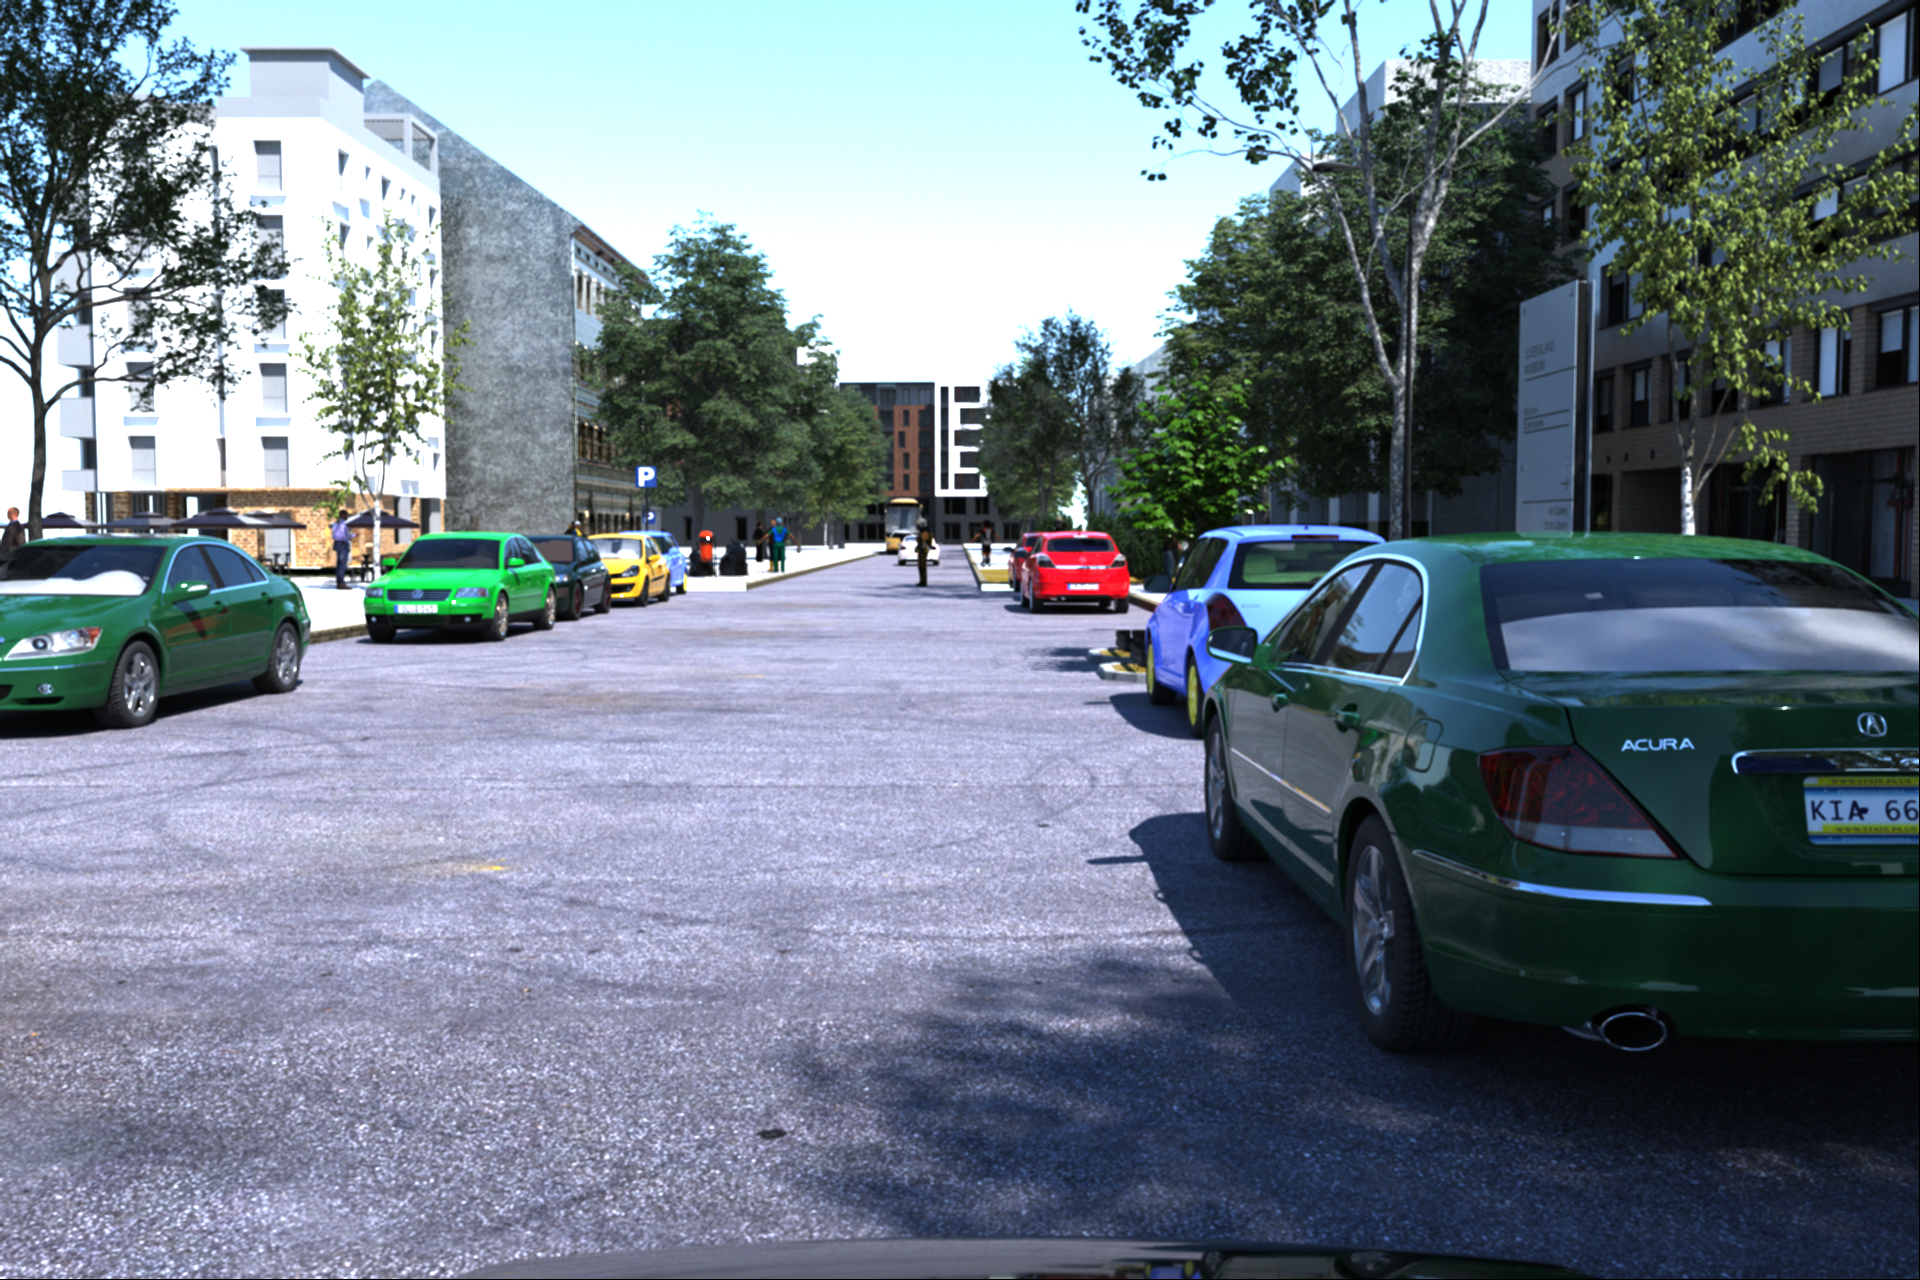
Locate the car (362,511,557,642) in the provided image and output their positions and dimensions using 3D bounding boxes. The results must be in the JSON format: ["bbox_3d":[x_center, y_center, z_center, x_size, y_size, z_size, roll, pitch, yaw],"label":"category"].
[{"bbox_3d":[-6.977,-0.960,24.490,1.959,1.807,4.718,0,4,0],"label":"car"}]

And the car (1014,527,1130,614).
[{"bbox_3d":[2.116,-1.449,32.734,2.155,1.783,4.494,0,4,-1],"label":"car"}]

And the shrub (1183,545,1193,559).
[{"bbox_3d":[8.478,-3.126,62.231,1.383,1.207,1.383,0,3,0],"label":"shrub"}]

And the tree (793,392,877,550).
[{"bbox_3d":[-10.601,-13.372,136.755,7.486,12.596,7.792,0,3,0],"label":"tree"}]

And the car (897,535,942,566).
[{"bbox_3d":[-1.879,-4.121,79.739,2.083,1.381,4.827,0,4,0],"label":"car"}]

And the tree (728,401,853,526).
[{"bbox_3d":[-10.114,-10.060,98.899,8.767,10.594,7.601,0,4,6],"label":"tree"}]

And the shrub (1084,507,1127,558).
[{"bbox_3d":[3.880,-2.674,48.145,1.690,2.028,1.600,0,3,0],"label":"shrub"}]

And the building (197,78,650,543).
[{"bbox_3d":[-27.982,-16.036,93.110,19.493,23.208,18.063,0,4,0],"label":"building"}]

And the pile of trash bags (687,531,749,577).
[{"bbox_3d":[-7.467,-2.628,52.724,1.912,1.369,3.447,0,4,1],"label":"pile of trash bags"}]

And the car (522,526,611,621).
[{"bbox_3d":[-7.178,-1.228,29.864,2.009,1.686,4.222,0,4,0],"label":"car"}]

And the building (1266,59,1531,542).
[{"bbox_3d":[24.155,-12.652,73.325,16.747,18.905,31.486,0,3,0],"label":"building"}]

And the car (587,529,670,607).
[{"bbox_3d":[-7.011,-1.531,35.255,2.015,1.641,3.980,0,3,0],"label":"car"}]

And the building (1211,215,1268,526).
[{"bbox_3d":[20.252,-15.141,103.970,16.016,20.090,11.380,0,4,0],"label":"building"}]

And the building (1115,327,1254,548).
[{"bbox_3d":[25.182,-20.613,167.956,19.493,23.208,18.063,0,3,0],"label":"building"}]

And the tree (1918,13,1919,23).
[{"bbox_3d":[8.517,-4.561,8.989,7.601,10.594,8.767,-2,4,-32],"label":"tree"}]

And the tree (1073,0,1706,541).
[{"bbox_3d":[8.435,-10.836,33.059,12.611,20.169,13.585,0,3,0],"label":"tree"}]

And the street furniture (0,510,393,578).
[{"bbox_3d":[-24.294,-3.069,55.205,27.439,1.986,14.083,0,4,2],"label":"street furniture"}]

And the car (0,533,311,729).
[{"bbox_3d":[-6.968,-0.151,14.260,2.131,1.459,4.920,0,3,0],"label":"car"}]

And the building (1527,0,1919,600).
[{"bbox_3d":[28.332,-13.826,32.631,21.656,26.213,47.522,0,4,0],"label":"building"}]

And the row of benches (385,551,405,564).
[{"bbox_3d":[-18.985,-2.949,63.678,4.104,0.672,1.422,0,4,-2],"label":"row of benches"}]

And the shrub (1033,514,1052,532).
[{"bbox_3d":[3.109,-3.402,60.045,1.690,2.028,1.600,0,3,0],"label":"shrub"}]

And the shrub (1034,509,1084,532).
[{"bbox_3d":[3.039,-2.987,52.872,1.661,2.075,1.752,0,3,0],"label":"shrub"}]

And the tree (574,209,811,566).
[{"bbox_3d":[-10.644,-9.989,69.982,9.857,13.997,8.962,0,3,0],"label":"tree"}]

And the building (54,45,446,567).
[{"bbox_3d":[-29.278,-12.973,68.522,16.016,20.090,11.380,0,4,0],"label":"building"}]

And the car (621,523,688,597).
[{"bbox_3d":[-7.355,-1.855,39.921,1.945,1.707,3.694,0,4,0],"label":"car"}]

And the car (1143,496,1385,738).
[{"bbox_3d":[2.442,-0.239,13.496,1.945,1.707,3.694,0,4,-1],"label":"car"}]

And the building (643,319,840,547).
[{"bbox_3d":[-27.660,-20.629,181.251,27.936,21.610,32.646,0,4,0],"label":"building"}]

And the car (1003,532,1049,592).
[{"bbox_3d":[2.190,-2.150,44.189,2.155,1.783,4.494,0,4,-1],"label":"car"}]

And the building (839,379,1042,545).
[{"bbox_3d":[-4.529,-24.135,241.036,32.646,21.610,27.936,0,4,4],"label":"building"}]

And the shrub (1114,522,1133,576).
[{"bbox_3d":[5.154,-2.963,52.481,1.661,2.075,1.752,0,3,0],"label":"shrub"}]

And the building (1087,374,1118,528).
[{"bbox_3d":[24.300,-20.404,200.056,16.747,18.905,31.486,0,3,0],"label":"building"}]

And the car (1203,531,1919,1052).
[{"bbox_3d":[2.039,0.341,6.228,2.131,1.459,4.920,0,4,-1],"label":"car"}]

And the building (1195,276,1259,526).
[{"bbox_3d":[22.501,-16.579,127.491,16.016,20.090,11.380,0,4,0],"label":"building"}]

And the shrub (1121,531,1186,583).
[{"bbox_3d":[5.036,-2.483,45.014,1.690,2.028,1.600,0,3,0],"label":"shrub"}]

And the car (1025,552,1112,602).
[{"bbox_3d":[2.329,-1.709,37.729,2.009,1.686,4.222,0,4,-1],"label":"car"}]

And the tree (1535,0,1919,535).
[{"bbox_3d":[8.562,-4.243,19.736,4.737,8.622,4.395,0,3,0],"label":"tree"}]

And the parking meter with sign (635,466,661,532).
[{"bbox_3d":[-8.055,-3.001,45.327,0.543,3.016,1.738,0,4,-1],"label":"parking meter with sign"}]
